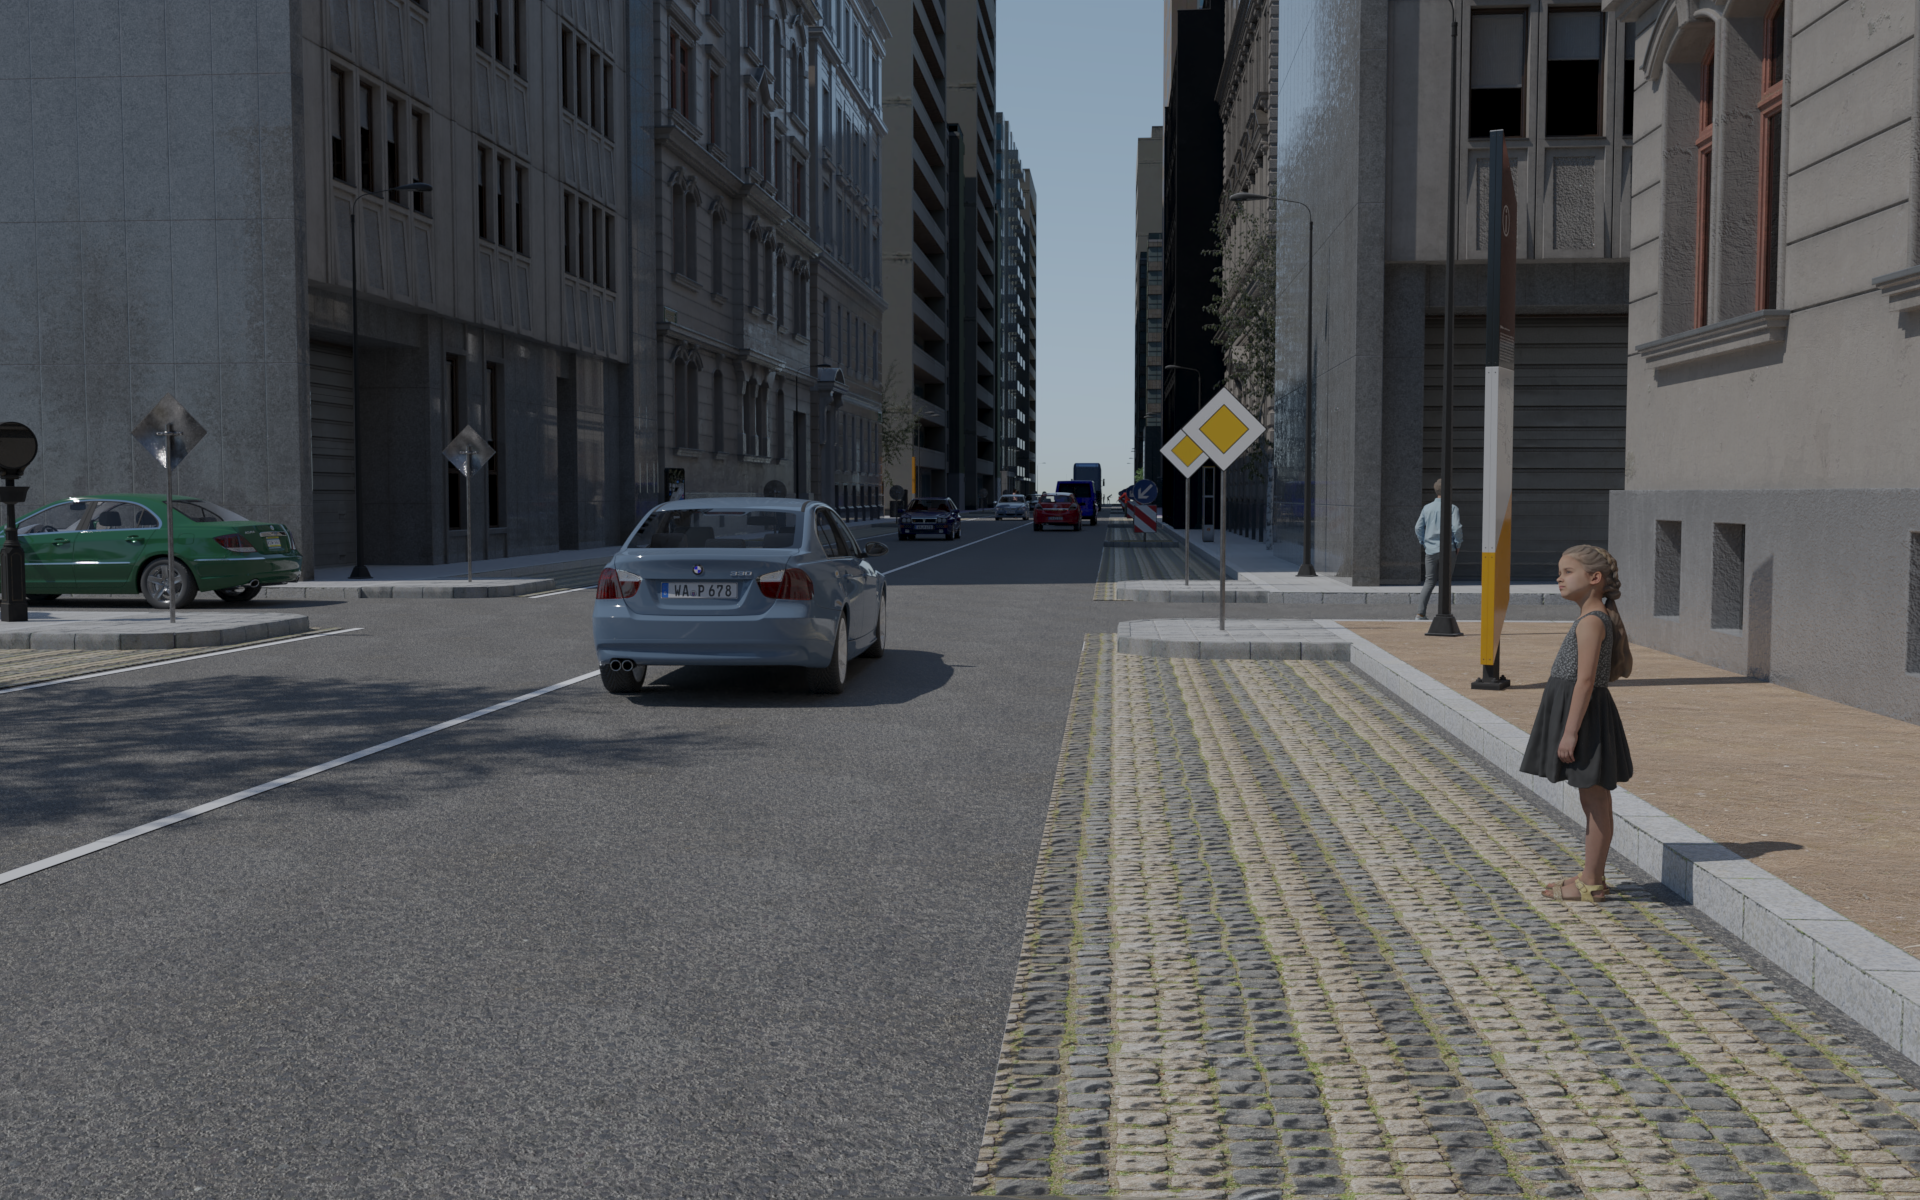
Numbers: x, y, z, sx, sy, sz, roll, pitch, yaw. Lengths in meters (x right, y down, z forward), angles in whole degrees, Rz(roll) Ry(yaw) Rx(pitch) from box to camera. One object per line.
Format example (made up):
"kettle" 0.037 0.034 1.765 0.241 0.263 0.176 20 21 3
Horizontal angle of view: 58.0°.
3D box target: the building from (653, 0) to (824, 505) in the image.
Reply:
"building" -12.900 -16.458 56.482 14.401 28.519 23.554 0 4 5

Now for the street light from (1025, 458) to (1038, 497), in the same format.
"street light" 8.862 -15.146 220.170 1.470 5.913 1.316 0 4 5

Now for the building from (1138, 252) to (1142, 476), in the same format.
"building" 28.314 -26.603 206.660 14.160 30.474 14.107 0 4 5

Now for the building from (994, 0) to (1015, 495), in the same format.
"building" -4.268 -46.196 193.552 20.563 71.187 20.611 0 4 5

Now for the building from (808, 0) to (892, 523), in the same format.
"building" -10.955 -17.926 79.001 13.634 28.700 20.117 0 4 5

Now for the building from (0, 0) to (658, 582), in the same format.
"building" -14.704 -13.269 34.968 12.078 24.808 19.932 0 4 5

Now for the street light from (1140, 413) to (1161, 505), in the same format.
"street light" 11.651 -7.985 103.103 1.470 5.913 1.316 0 4 5

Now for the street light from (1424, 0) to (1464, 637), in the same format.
"street light" 3.852 -2.633 15.585 1.470 5.913 1.316 0 4 5

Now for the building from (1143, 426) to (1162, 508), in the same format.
"building" 28.165 -51.542 155.382 22.319 86.520 31.000 0 4 5

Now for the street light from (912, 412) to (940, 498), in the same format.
"street light" -1.863 -7.878 101.348 1.470 5.913 1.316 0 4 5

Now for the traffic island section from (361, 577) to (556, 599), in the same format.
"traffic island section" -7.150 -0.179 25.202 2.009 0.180 2.903 0 4 5

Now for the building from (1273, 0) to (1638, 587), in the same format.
"building" 15.862 -12.863 28.329 19.932 24.808 12.078 0 4 5

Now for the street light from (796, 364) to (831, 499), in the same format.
"street light" -5.293 -5.468 61.935 1.470 5.913 1.316 0 4 5

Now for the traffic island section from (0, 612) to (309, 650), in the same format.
"traffic island section" -7.860 0.308 17.248 2.009 0.180 2.903 0 4 5

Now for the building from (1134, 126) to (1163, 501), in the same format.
"building" 33.398 -36.689 223.571 21.300 48.544 21.600 0 4 5

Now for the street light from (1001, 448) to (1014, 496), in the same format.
"street light" 4.683 -12.333 174.188 1.470 5.913 1.316 0 4 5

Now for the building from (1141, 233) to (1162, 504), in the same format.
"building" 27.676 -25.717 192.180 14.160 30.474 14.107 0 4 5

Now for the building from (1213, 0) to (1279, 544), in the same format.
"building" 13.344 -13.632 51.762 11.050 23.489 19.941 0 4 5

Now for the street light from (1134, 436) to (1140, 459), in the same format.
"street light" 14.907 -10.177 138.939 1.470 5.913 1.316 0 4 5

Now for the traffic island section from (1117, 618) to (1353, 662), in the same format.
"traffic island section" 2.490 0.364 16.324 2.009 0.180 2.903 0 4 5

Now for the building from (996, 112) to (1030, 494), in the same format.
"building" -3.295 -36.705 219.728 23.786 49.044 30.456 0 4 5

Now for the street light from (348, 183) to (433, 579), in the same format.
"street light" -8.563 -3.273 26.060 1.470 5.913 1.316 0 4 5

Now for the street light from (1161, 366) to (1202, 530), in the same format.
"street light" 8.117 -5.512 62.666 1.470 5.913 1.316 0 4 5

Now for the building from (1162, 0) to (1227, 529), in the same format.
"building" 14.600 -14.673 69.578 12.332 23.373 15.834 0 4 5

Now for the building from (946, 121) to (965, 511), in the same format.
"building" -7.224 -21.895 129.682 14.160 30.474 14.107 0 4 5

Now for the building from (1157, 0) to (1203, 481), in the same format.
"building" 22.839 -29.624 134.466 14.600 45.320 14.200 0 4 5

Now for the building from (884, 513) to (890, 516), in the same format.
"building" -12.481 -29.832 111.460 21.300 48.544 21.600 0 4 5

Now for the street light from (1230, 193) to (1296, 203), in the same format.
"street light" 4.859 -3.320 26.830 1.470 5.913 1.316 0 4 5

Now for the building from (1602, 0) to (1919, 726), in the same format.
"building" 11.050 -13.199 3.189 14.401 28.519 23.554 0 4 5

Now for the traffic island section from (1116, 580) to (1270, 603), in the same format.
"traffic island section" 3.200 -0.122 24.277 2.009 0.180 2.903 0 4 5

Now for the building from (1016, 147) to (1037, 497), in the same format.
"building" -0.297 -38.034 245.559 21.300 48.544 21.600 0 4 5

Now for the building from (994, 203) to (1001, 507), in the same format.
"building" -3.537 -24.098 165.695 14.160 30.474 14.107 0 4 5

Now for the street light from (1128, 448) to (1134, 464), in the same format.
"street light" 18.999 -13.036 185.683 1.470 5.913 1.316 0 4 5

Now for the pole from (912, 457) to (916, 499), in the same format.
"pole" -2.533 -6.198 95.186 0.158 3.312 0.155 0 3 0

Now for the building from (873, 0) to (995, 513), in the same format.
"building" -8.393 -32.019 147.211 21.300 48.544 21.600 0 4 5
